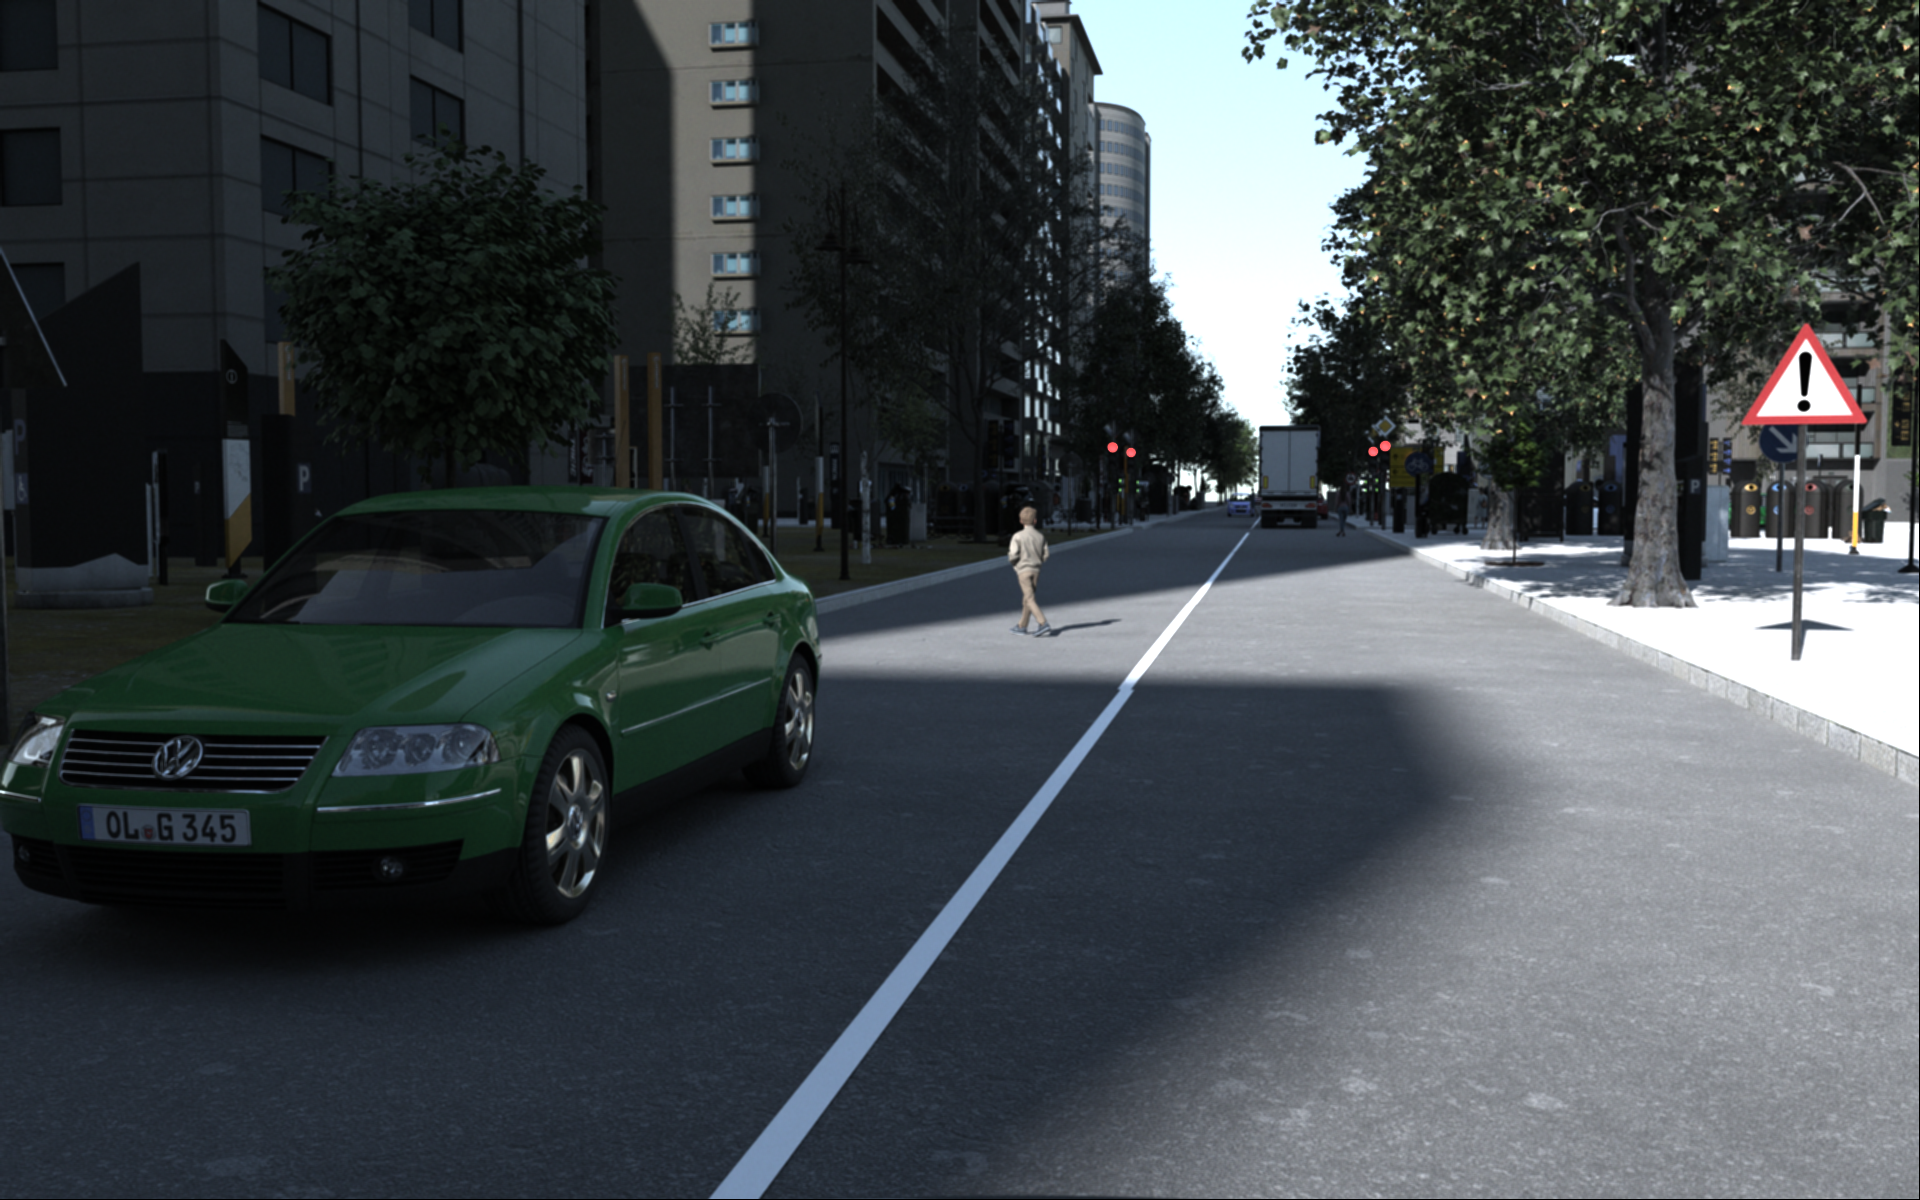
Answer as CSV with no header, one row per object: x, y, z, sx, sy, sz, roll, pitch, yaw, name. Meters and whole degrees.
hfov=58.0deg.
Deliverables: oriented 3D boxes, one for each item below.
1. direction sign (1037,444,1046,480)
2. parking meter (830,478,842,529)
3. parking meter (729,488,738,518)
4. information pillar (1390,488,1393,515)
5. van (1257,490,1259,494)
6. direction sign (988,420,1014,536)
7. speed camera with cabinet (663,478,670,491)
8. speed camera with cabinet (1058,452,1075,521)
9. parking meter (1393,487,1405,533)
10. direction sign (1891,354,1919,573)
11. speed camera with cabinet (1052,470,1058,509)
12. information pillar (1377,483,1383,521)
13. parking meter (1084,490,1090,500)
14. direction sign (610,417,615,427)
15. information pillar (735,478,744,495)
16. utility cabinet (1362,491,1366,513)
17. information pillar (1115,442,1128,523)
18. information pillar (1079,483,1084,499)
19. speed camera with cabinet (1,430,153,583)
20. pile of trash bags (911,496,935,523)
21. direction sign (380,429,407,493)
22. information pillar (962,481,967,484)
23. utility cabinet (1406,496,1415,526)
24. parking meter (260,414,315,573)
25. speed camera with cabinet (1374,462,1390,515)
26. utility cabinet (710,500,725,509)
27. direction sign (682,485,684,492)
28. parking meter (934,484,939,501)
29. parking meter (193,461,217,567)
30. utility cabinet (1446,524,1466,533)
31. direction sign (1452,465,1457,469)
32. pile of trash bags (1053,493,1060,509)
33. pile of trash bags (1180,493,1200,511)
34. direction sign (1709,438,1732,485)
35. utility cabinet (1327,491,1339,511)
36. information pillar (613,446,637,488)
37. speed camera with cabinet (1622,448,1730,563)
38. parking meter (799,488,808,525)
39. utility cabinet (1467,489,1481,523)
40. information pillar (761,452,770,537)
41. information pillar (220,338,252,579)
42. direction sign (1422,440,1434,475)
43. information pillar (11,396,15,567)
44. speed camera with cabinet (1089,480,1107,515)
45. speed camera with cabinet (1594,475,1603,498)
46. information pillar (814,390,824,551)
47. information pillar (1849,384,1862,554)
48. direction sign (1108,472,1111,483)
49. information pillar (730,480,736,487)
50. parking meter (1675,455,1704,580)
3.714,-5.320,78.981,0.379,3.537,0.876,2,4,26,direction sign
-4.536,-3.535,63.508,0.399,1.863,0.255,1,4,17,parking meter
-9.649,-3.996,73.744,0.372,1.533,0.369,0,3,0,parking meter
25.938,-6.070,103.740,0.304,2.012,0.304,0,4,-1,information pillar
48.458,-16.690,277.270,2.240,2.365,5.245,1,4,10,van
1.254,-3.725,52.904,0.876,3.537,0.379,2,4,27,direction sign
-24.282,-9.320,146.712,2.038,3.252,0.660,-3,5,-45,speed camera with cabinet
5.119,-5.360,81.968,0.660,3.252,2.038,0,4,5,speed camera with cabinet
14.587,-3.006,57.564,0.372,1.533,0.369,0,3,0,parking meter
15.525,-2.213,28.177,0.876,3.537,0.379,-1,4,-13,direction sign
7.093,-8.885,139.603,2.038,3.252,0.660,-1,4,-21,speed camera with cabinet
19.786,-5.499,81.264,0.183,3.616,0.504,0,4,-7,information pillar
8.016,-6.159,109.104,0.372,1.533,0.369,0,3,0,parking meter
-9.803,-3.601,50.872,0.876,3.537,0.379,-1,4,-21,direction sign
-9.644,-5.200,76.366,0.504,3.616,0.183,0,4,3,information pillar
29.707,-7.416,129.930,1.173,1.500,0.318,-1,4,-18,utility cabinet
7.264,-5.254,77.262,0.504,3.616,0.183,1,4,19,information pillar
7.890,-6.602,112.430,0.304,2.012,0.304,-1,4,-15,information pillar
-13.123,-1.913,25.606,0.660,3.252,2.038,3,5,43,speed camera with cabinet
-1.711,-4.074,76.368,1.912,1.369,3.447,-3,5,-41,pile of trash bags
-9.884,-2.343,30.297,0.379,3.537,0.876,1,4,13,direction sign
0.266,-5.862,100.330,0.304,2.012,0.304,0,4,1,information pillar
18.554,-3.593,69.903,1.020,1.237,0.306,1,4,22,utility cabinet
-4.997,-0.441,12.917,0.255,1.863,0.399,0,4,5,parking meter
26.268,-6.869,106.643,0.660,3.252,2.038,-2,4,-27,speed camera with cabinet
-3.197,-0.522,19.691,1.020,1.237,0.306,1,4,16,utility cabinet
-10.311,-4.425,64.350,0.876,3.537,0.379,-2,4,-32,direction sign
-1.252,-5.574,96.843,0.399,1.863,0.255,1,4,13,parking meter
-13.399,-1.530,30.726,0.399,1.863,0.255,3,5,43,parking meter
16.669,-2.873,58.138,0.306,1.237,1.020,0,4,-7,utility cabinet
38.028,-8.640,133.268,0.876,3.537,0.379,1,4,12,direction sign
6.133,-7.754,136.523,3.447,1.369,1.912,0,4,-1,pile of trash bags
17.850,-7.742,136.326,1.912,1.369,3.447,0,4,3,pile of trash bags
30.613,-4.758,69.794,0.876,3.537,0.379,0,4,3,direction sign
27.545,-7.268,127.508,1.173,1.500,0.318,-2,4,-28,utility cabinet
-5.184,-1.367,26.844,0.304,2.012,0.304,-2,4,-29,information pillar
13.385,-2.325,32.347,2.038,3.252,0.660,-1,4,-20,speed camera with cabinet
-6.604,-3.954,73.059,0.372,1.533,0.369,0,3,0,parking meter
22.198,-4.088,75.521,1.173,1.500,0.318,-2,4,-25,utility cabinet
-5.753,-3.666,51.295,0.183,3.616,0.504,-1,4,-18,information pillar
-11.025,-2.141,26.364,0.183,3.616,0.504,1,4,20,information pillar
19.418,-4.888,71.922,0.379,3.537,0.876,-1,4,-17,direction sign
-16.589,-2.391,30.439,0.183,3.616,0.504,-2,4,-28,information pillar
8.543,-6.918,107.444,0.660,3.252,2.038,1,4,21,speed camera with cabinet
30.682,-5.504,84.322,0.660,3.252,2.038,-3,4,-37,speed camera with cabinet
-3.148,-2.898,38.736,0.183,3.616,0.504,-1,4,-15,information pillar
19.161,-2.793,37.016,0.183,3.616,0.504,2,4,24,information pillar
10.784,-7.996,122.729,0.379,3.537,0.876,-2,4,-34,direction sign
-11.706,-5.222,89.867,0.304,2.012,0.304,-3,5,-39,information pillar
10.867,-1.234,25.885,0.399,1.863,0.255,-1,4,-22,parking meter
